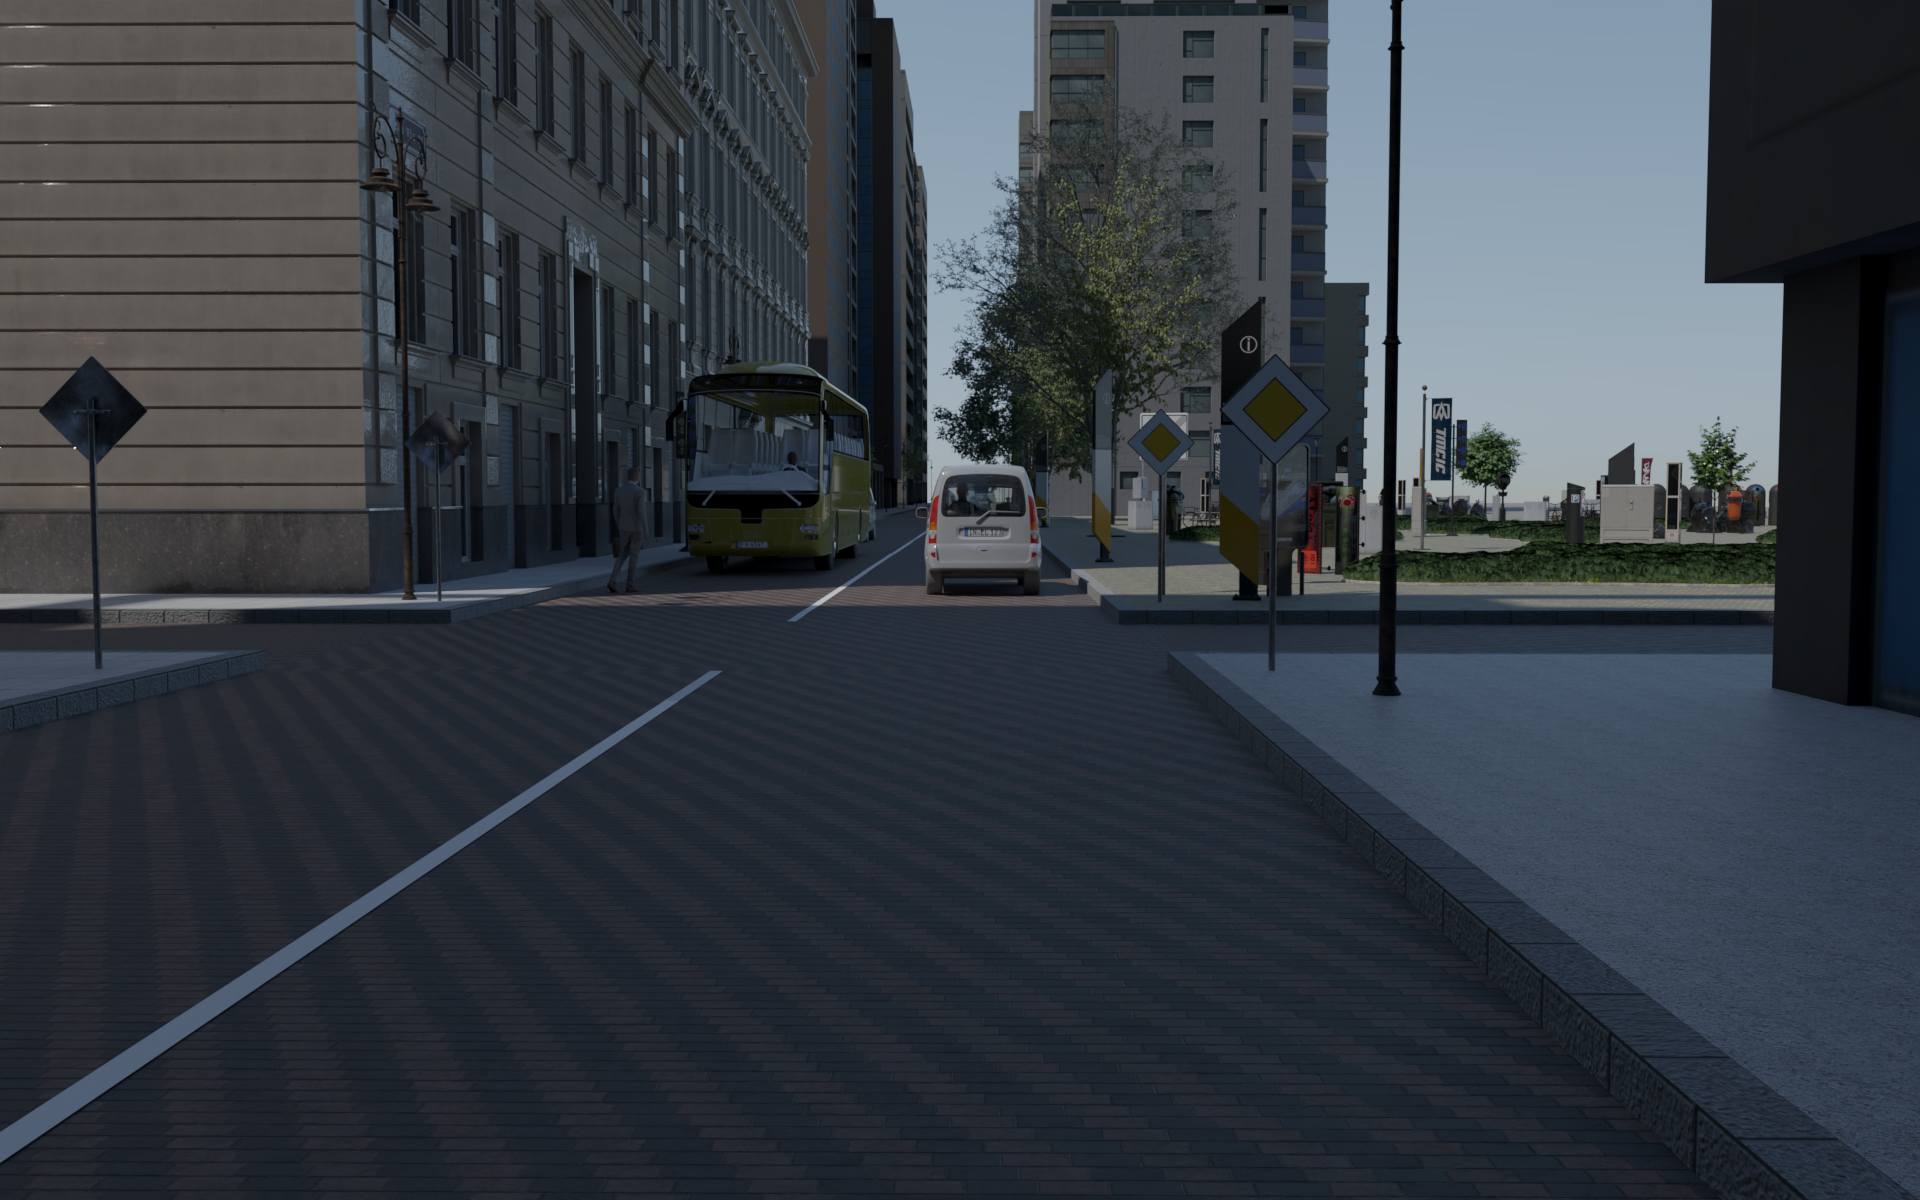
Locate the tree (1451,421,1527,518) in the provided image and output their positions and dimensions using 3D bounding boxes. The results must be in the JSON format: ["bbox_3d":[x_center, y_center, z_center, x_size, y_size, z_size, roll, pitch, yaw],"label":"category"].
[{"bbox_3d":[23.578,-5.725,77.315,4.285,4.588,4.351,0,3,0],"label":"tree"}]

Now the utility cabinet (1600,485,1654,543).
[{"bbox_3d":[15.970,-2.005,41.464,1.173,1.500,0.318,2,4,24],"label":"utility cabinet"}]

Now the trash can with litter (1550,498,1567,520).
[{"bbox_3d":[28.694,-4.358,82.633,1.055,1.170,0.624,3,5,43],"label":"trash can with litter"}]

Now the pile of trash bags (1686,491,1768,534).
[{"bbox_3d":[25.157,-2.886,56.936,1.912,1.369,3.447,1,4,12],"label":"pile of trash bags"}]

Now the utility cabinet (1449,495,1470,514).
[{"bbox_3d":[25.832,-4.799,89.625,1.020,1.237,0.306,3,5,40],"label":"utility cabinet"}]

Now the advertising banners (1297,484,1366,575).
[{"bbox_3d":[5.653,-1.935,27.825,0.090,3.025,2.074,-3,4,-39],"label":"advertising banners"}]

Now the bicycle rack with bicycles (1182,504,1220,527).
[{"bbox_3d":[9.647,-3.116,64.326,2.925,0.926,2.852,2,4,25],"label":"bicycle rack with bicycles"}]

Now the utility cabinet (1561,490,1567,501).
[{"bbox_3d":[33.521,-5.273,94.894,0.318,1.500,1.173,-2,4,-29],"label":"utility cabinet"}]

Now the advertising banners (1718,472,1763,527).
[{"bbox_3d":[30.774,-4.400,68.123,2.074,3.025,0.090,-1,4,-20],"label":"advertising banners"}]

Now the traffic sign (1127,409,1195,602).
[{"bbox_3d":[2.371,-1.032,20.520,0.795,2.450,0.064,0,4,1],"label":"traffic sign"}]

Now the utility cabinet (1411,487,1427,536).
[{"bbox_3d":[13.837,-2.659,52.147,0.318,1.500,1.173,1,4,22],"label":"utility cabinet"}]

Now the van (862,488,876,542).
[{"bbox_3d":[-3.521,-2.814,53.028,2.013,2.044,4.112,0,4,2],"label":"van"}]

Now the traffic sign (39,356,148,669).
[{"bbox_3d":[-6.328,-0.552,12.669,0.795,2.450,0.064,0,4,1],"label":"traffic sign"}]

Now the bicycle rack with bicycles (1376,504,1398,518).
[{"bbox_3d":[14.983,-3.170,65.208,2.925,0.926,2.852,-2,4,-26],"label":"bicycle rack with bicycles"}]

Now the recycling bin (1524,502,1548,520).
[{"bbox_3d":[19.417,-2.804,58.396,0.722,1.027,0.722,2,4,24],"label":"recycling bin"}]

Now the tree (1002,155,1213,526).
[{"bbox_3d":[3.402,-5.408,38.777,4.737,8.622,4.395,0,3,0],"label":"tree"}]

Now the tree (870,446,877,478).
[{"bbox_3d":[-6.048,-6.700,93.261,4.285,4.588,4.351,0,3,0],"label":"tree"}]

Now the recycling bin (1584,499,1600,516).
[{"bbox_3d":[30.186,-4.280,82.525,0.722,1.027,0.722,0,4,5],"label":"recycling bin"}]

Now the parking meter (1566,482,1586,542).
[{"bbox_3d":[12.995,-1.722,36.567,0.372,1.533,0.369,0,3,0],"label":"parking meter"}]

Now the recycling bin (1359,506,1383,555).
[{"bbox_3d":[8.652,-1.497,37.029,0.722,1.027,0.722,1,4,9],"label":"recycling bin"}]

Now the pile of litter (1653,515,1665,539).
[{"bbox_3d":[19.992,-2.220,50.256,1.176,0.858,1.719,-2,4,-31],"label":"pile of litter"}]

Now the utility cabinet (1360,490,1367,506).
[{"bbox_3d":[21.854,-5.215,93.942,0.318,1.500,1.173,0,4,7],"label":"utility cabinet"}]

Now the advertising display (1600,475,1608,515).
[{"bbox_3d":[21.803,-3.268,58.653,0.123,1.923,0.974,1,4,13],"label":"advertising display"}]

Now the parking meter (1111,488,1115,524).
[{"bbox_3d":[6.369,-3.968,73.291,0.372,1.533,0.369,0,3,0],"label":"parking meter"}]

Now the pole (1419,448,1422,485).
[{"bbox_3d":[20.580,-5.102,77.257,0.158,3.312,0.155,0,3,0],"label":"pole"}]

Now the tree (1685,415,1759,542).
[{"bbox_3d":[18.564,-2.914,42.245,1.663,3.219,1.824,0,3,0],"label":"tree"}]

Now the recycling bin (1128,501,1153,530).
[{"bbox_3d":[6.527,-3.059,62.565,0.722,1.027,0.722,-1,4,-15],"label":"recycling bin"}]

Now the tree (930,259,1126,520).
[{"bbox_3d":[3.696,-10.223,84.158,9.611,12.733,9.660,0,3,0],"label":"tree"}]

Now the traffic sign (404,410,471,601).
[{"bbox_3d":[-6.222,-1.040,20.653,0.795,2.450,0.064,0,4,1],"label":"traffic sign"}]

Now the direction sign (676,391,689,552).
[{"bbox_3d":[-6.076,-2.843,38.476,0.379,3.537,0.876,1,4,19],"label":"direction sign"}]

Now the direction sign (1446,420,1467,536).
[{"bbox_3d":[14.984,-3.709,52.640,0.876,3.537,0.379,-1,4,-12],"label":"direction sign"}]

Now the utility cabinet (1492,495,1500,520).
[{"bbox_3d":[26.041,-4.460,84.089,0.306,1.237,1.020,1,4,21],"label":"utility cabinet"}]

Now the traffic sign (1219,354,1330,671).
[{"bbox_3d":[2.266,-0.544,12.535,0.795,2.450,0.064,0,4,1],"label":"traffic sign"}]

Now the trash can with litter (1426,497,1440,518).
[{"bbox_3d":[19.139,-3.538,69.241,1.055,1.170,0.624,1,4,16],"label":"trash can with litter"}]

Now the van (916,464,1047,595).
[{"bbox_3d":[0.330,-1.163,26.023,2.013,2.044,4.112,0,3,0],"label":"van"}]

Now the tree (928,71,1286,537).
[{"bbox_3d":[4.243,-8.627,51.418,12.009,13.543,11.850,0,3,0],"label":"tree"}]

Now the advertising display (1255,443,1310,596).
[{"bbox_3d":[4.019,-1.011,21.752,0.974,1.923,0.123,-3,4,-37],"label":"advertising display"}]

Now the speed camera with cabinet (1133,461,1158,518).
[{"bbox_3d":[10.195,-6.122,94.435,0.660,3.252,2.038,3,4,39],"label":"speed camera with cabinet"}]

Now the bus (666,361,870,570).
[{"bbox_3d":[-3.522,-2.708,35.818,2.896,3.916,12.252,0,4,1],"label":"bus"}]

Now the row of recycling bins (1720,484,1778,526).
[{"bbox_3d":[32.745,-3.866,70.320,3.534,1.692,1.069,1,4,14],"label":"row of recycling bins"}]

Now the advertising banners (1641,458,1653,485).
[{"bbox_3d":[32.439,-5.365,83.913,2.074,3.025,0.090,1,4,19],"label":"advertising banners"}]

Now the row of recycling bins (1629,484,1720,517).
[{"bbox_3d":[28.306,-3.803,69.291,3.534,1.692,1.069,0,4,-1],"label":"row of recycling bins"}]

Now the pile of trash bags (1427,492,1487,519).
[{"bbox_3d":[23.112,-4.403,81.749,3.447,1.369,1.912,-2,4,-26],"label":"pile of trash bags"}]

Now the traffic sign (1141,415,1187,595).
[{"bbox_3d":[2.582,-1.213,21.955,0.606,2.300,0.079,0,4,7],"label":"traffic sign"}]

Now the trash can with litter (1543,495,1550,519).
[{"bbox_3d":[30.036,-4.731,88.416,1.678,1.210,2.233,-1,4,-13],"label":"trash can with litter"}]

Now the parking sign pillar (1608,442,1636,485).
[{"bbox_3d":[34.638,-6.251,90.684,1.447,3.967,1.447,3,4,37],"label":"parking sign pillar"}]

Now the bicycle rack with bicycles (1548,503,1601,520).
[{"bbox_3d":[25.749,-3.609,72.388,2.925,0.926,2.852,-3,5,-40],"label":"bicycle rack with bicycles"}]
